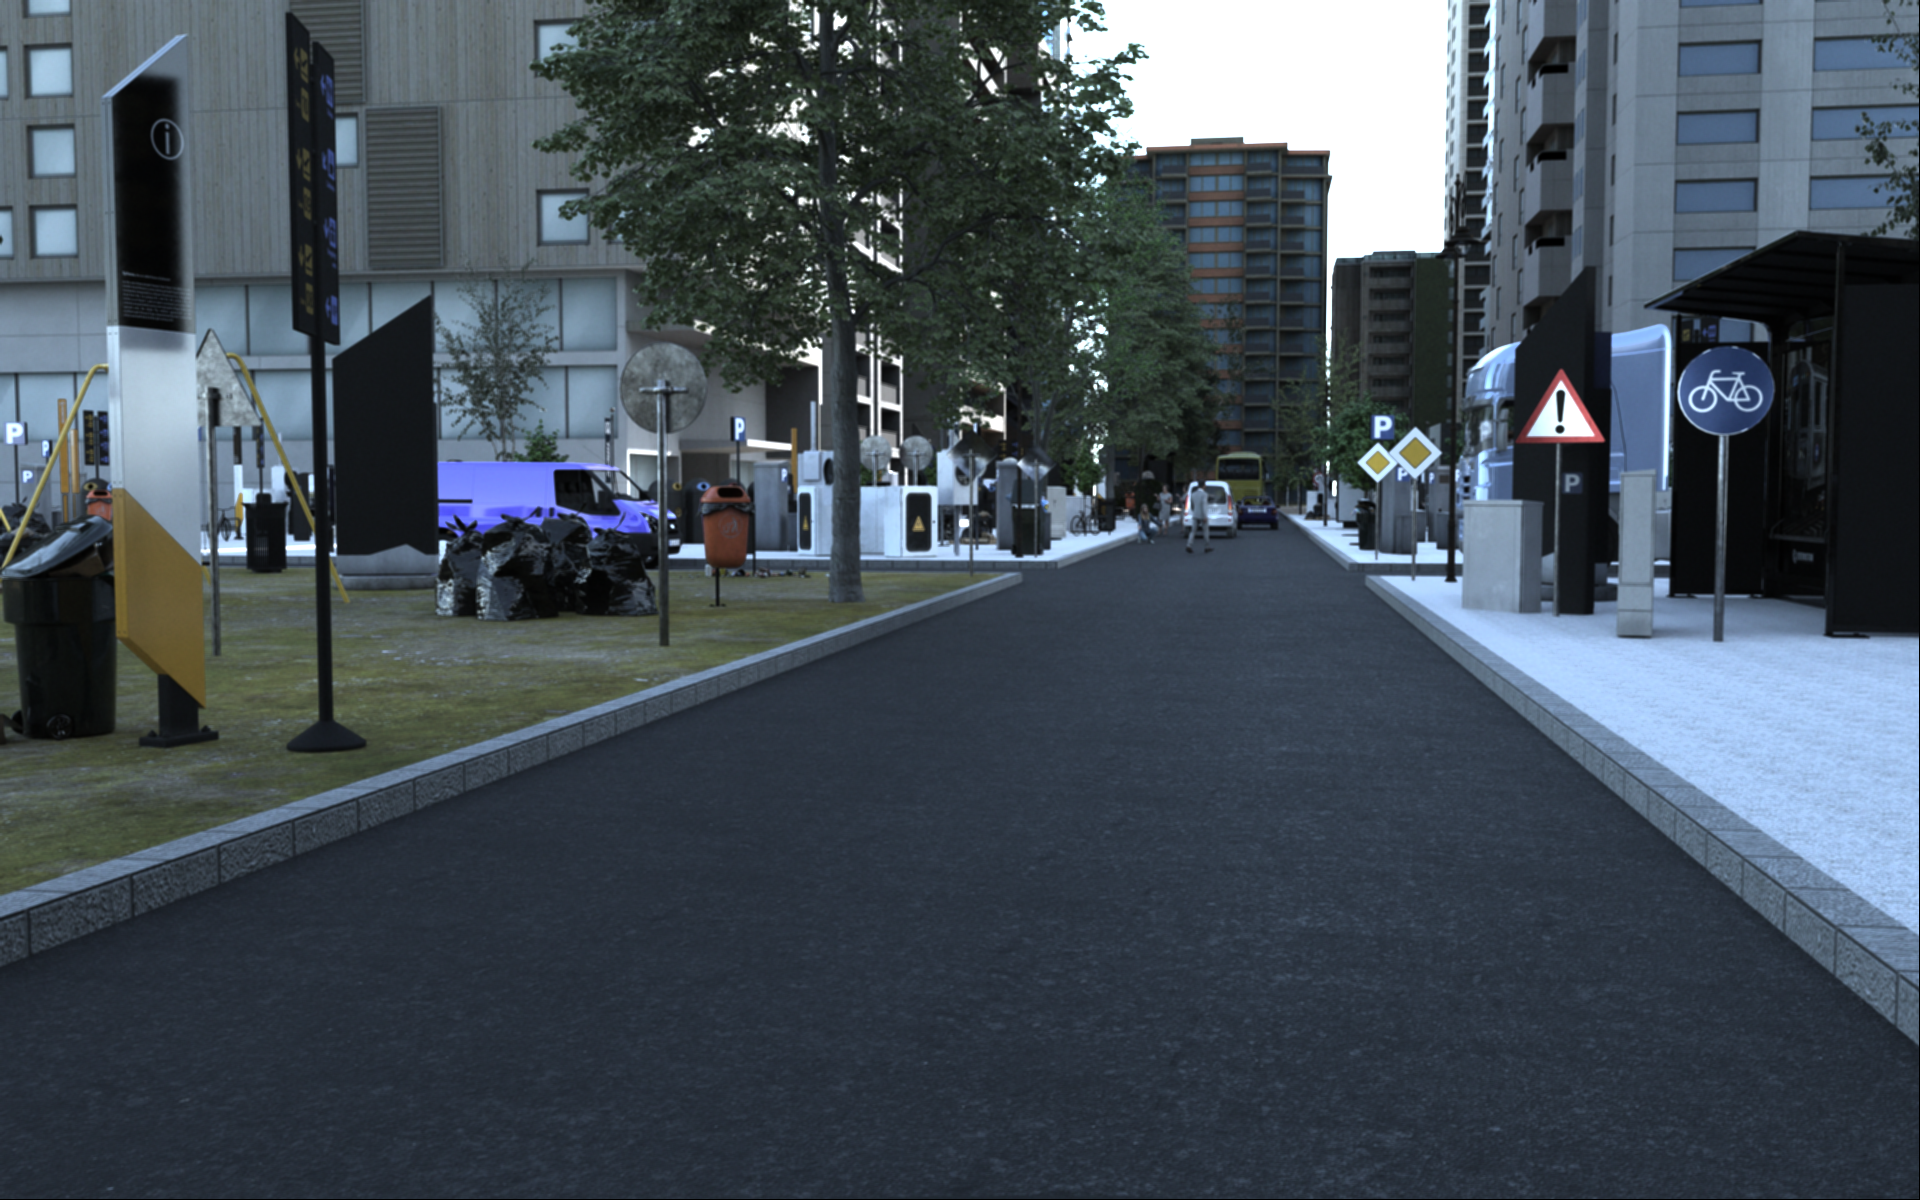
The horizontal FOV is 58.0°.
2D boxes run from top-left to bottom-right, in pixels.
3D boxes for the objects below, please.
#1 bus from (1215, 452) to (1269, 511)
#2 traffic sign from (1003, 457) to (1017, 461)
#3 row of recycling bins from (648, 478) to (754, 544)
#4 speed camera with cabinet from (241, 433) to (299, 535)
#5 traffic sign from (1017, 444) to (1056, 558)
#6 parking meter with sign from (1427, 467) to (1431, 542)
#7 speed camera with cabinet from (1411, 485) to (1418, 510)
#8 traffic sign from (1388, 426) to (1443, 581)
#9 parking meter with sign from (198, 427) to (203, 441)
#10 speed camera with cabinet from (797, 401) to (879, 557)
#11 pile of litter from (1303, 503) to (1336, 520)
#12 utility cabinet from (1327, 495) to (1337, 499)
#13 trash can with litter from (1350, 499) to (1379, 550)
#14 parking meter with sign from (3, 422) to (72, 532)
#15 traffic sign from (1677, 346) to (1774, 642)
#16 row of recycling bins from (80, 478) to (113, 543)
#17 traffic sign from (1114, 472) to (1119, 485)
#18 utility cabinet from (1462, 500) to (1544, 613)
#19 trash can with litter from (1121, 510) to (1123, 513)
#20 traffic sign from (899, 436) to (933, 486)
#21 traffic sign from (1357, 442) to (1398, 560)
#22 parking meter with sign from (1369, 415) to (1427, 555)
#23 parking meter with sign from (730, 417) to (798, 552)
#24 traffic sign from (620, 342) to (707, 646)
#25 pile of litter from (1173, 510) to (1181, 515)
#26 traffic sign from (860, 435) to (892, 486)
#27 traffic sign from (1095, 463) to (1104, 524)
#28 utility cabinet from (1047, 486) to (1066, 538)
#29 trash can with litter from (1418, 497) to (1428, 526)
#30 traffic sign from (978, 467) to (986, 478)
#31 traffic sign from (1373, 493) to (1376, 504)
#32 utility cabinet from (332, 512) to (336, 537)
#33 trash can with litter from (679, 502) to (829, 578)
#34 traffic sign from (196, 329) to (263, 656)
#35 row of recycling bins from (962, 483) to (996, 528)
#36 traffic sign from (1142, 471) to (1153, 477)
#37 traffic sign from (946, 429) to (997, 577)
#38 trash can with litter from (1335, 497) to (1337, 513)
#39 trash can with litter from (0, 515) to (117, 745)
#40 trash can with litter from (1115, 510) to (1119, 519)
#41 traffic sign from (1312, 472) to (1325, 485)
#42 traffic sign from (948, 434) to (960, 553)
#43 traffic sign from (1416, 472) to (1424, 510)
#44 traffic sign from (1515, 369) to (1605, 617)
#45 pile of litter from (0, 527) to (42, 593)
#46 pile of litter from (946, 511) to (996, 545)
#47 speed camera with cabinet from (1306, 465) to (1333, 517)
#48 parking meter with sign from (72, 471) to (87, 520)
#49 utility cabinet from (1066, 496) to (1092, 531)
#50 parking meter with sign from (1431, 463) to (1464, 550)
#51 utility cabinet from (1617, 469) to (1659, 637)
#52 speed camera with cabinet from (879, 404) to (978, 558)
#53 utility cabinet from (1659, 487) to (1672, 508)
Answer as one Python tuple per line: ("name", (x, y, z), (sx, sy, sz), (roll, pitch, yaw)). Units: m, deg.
("bus", (16.362, -6.666, 100.533), (2.896, 3.916, 12.252), (1, 4, 11))
("traffic sign", (1.721, -3.662, 59.974), (0.768, 2.556, 0.104), (1, 4, 19))
("row of recycling bins", (-6.386, -2.320, 45.052), (3.534, 1.692, 1.069), (-2, 4, -29))
("speed camera with cabinet", (-22.026, -3.727, 55.277), (0.660, 3.252, 2.038), (1, 4, 23))
("traffic sign", (1.523, -1.896, 34.642), (0.795, 2.450, 0.064), (1, 4, 10))
("parking meter with sign", (12.887, -3.060, 46.284), (1.738, 3.016, 0.543), (-1, 4, -12))
("speed camera with cabinet", (18.677, -4.770, 72.327), (0.660, 3.252, 2.038), (2, 4, 24))
("traffic sign", (6.723, -1.345, 25.635), (0.795, 2.450, 0.064), (1, 4, 10))
("parking meter with sign", (-17.590, -2.649, 39.567), (0.543, 3.016, 1.738), (-2, 4, -25))
("speed camera with cabinet", (-2.421, -2.613, 37.053), (2.038, 3.252, 0.660), (1, 4, 16))
("pile of litter", (17.648, -4.337, 84.872), (1.719, 0.858, 1.176), (1, 4, 10))
("utility cabinet", (21.286, -5.340, 98.462), (1.020, 1.237, 0.306), (2, 4, 30))
("trash can with litter", (9.541, -1.738, 39.811), (1.055, 1.170, 0.624), (-2, 4, -33))
("parking meter with sign", (-22.832, -2.849, 42.849), (0.543, 3.016, 1.738), (0, 4, 3))
("traffic sign", (6.605, -0.911, 15.008), (0.768, 2.556, 0.104), (1, 4, 17))
("row of recycling bins", (-21.416, -2.310, 44.889), (3.534, 1.692, 1.069), (2, 4, 26))
("traffic sign", (7.178, -4.849, 81.407), (0.606, 2.300, 0.079), (1, 4, 13))
("utility cabinet", (5.977, -0.485, 19.099), (0.306, 1.237, 1.020), (-1, 4, -21))
("trash can with litter", (10.001, -5.968, 108.964), (0.624, 1.170, 1.055), (1, 4, 17))
("traffic sign", (-0.973, -2.303, 37.756), (0.768, 2.556, 0.104), (1, 4, 15))
("traffic sign", (8.069, -1.827, 33.507), (0.795, 2.450, 0.064), (1, 4, 10))
("parking meter with sign", (9.395, -2.512, 37.340), (0.543, 3.016, 1.738), (0, 4, -8))
("parking meter with sign", (-4.250, -2.611, 38.955), (1.738, 3.016, 0.543), (1, 4, 21))
("traffic sign", (-2.497, -0.883, 14.543), (0.768, 2.556, 0.104), (1, 4, 11))
("pile of litter", (13.304, -5.790, 108.637), (1.176, 0.858, 1.719), (1, 4, 20))
("traffic sign", (-1.852, -2.289, 37.530), (0.768, 2.556, 0.104), (1, 4, 16))
("traffic sign", (5.576, -4.333, 70.947), (0.768, 2.556, 0.104), (1, 4, 15))
("utility cabinet", (2.588, -2.543, 50.260), (1.173, 1.500, 0.318), (-3, 5, -44))
("trash can with litter", (18.218, -3.487, 68.398), (0.624, 1.170, 1.055), (-2, 4, -28))
("traffic sign", (0.466, -3.389, 55.518), (0.768, 2.556, 0.104), (1, 4, 17))
("traffic sign", (11.735, -2.991, 49.013), (0.768, 2.556, 0.104), (1, 4, 18))
("utility cabinet", (-18.500, -2.642, 51.882), (0.318, 1.500, 1.173), (2, 4, 24))
("trash can with litter", (-3.099, -0.969, 26.894), (2.233, 1.210, 1.678), (1, 4, 13))
("traffic sign", (-5.897, -0.835, 13.664), (0.884, 2.594, 0.081), (1, 4, 14))
("row of recycling bins", (1.699, -3.543, 65.039), (3.534, 1.692, 1.069), (3, 5, 45))
("traffic sign", (10.247, -5.785, 94.684), (0.768, 2.556, 0.104), (1, 4, 12))
("traffic sign", (0.177, -1.415, 26.771), (0.795, 2.450, 0.064), (1, 4, 10))
("trash can with litter", (18.385, -4.344, 82.413), (1.055, 1.170, 0.624), (2, 4, 33))
("trash can with litter", (-4.860, 0.146, 9.002), (0.624, 1.170, 1.055), (3, 4, 36))
("trash can with litter", (7.124, -4.409, 83.482), (0.624, 1.170, 1.055), (1, 4, 23))
("traffic sign", (20.770, -6.122, 100.205), (0.768, 2.556, 0.104), (1, 4, 10))
("traffic sign", (-0.102, -2.313, 37.825), (0.884, 2.594, 0.081), (1, 4, 19))
("traffic sign", (17.377, -3.906, 65.989), (0.606, 2.300, 0.079), (1, 4, 15))
("traffic sign", (6.252, -1.106, 18.089), (0.884, 2.594, 0.081), (1, 4, 17))
("pile of litter", (-12.442, -0.533, 22.678), (1.719, 0.858, 1.176), (1, 4, 11))
("pile of litter", (0.473, -1.851, 44.226), (1.719, 0.858, 1.176), (3, 4, 37))
("speed camera with cabinet", (18.637, -5.828, 89.617), (0.660, 3.252, 2.038), (3, 4, 37))
("parking meter with sign", (-28.929, -3.689, 56.581), (0.543, 3.016, 1.738), (3, 4, 39))
("utility cabinet", (4.094, -3.033, 60.753), (1.020, 1.237, 0.306), (-1, 4, -19))
("parking meter with sign", (11.798, -2.702, 40.433), (1.738, 3.016, 0.543), (-3, 5, -41))
("utility cabinet", (6.205, -0.442, 15.902), (0.318, 1.500, 1.173), (1, 4, 22))
("speed camera with cabinet", (-0.576, -2.506, 35.303), (2.038, 3.252, 0.660), (-3, 5, -40))
("utility cabinet", (22.686, -2.872, 55.643), (0.318, 1.500, 1.173), (-1, 4, -21))
